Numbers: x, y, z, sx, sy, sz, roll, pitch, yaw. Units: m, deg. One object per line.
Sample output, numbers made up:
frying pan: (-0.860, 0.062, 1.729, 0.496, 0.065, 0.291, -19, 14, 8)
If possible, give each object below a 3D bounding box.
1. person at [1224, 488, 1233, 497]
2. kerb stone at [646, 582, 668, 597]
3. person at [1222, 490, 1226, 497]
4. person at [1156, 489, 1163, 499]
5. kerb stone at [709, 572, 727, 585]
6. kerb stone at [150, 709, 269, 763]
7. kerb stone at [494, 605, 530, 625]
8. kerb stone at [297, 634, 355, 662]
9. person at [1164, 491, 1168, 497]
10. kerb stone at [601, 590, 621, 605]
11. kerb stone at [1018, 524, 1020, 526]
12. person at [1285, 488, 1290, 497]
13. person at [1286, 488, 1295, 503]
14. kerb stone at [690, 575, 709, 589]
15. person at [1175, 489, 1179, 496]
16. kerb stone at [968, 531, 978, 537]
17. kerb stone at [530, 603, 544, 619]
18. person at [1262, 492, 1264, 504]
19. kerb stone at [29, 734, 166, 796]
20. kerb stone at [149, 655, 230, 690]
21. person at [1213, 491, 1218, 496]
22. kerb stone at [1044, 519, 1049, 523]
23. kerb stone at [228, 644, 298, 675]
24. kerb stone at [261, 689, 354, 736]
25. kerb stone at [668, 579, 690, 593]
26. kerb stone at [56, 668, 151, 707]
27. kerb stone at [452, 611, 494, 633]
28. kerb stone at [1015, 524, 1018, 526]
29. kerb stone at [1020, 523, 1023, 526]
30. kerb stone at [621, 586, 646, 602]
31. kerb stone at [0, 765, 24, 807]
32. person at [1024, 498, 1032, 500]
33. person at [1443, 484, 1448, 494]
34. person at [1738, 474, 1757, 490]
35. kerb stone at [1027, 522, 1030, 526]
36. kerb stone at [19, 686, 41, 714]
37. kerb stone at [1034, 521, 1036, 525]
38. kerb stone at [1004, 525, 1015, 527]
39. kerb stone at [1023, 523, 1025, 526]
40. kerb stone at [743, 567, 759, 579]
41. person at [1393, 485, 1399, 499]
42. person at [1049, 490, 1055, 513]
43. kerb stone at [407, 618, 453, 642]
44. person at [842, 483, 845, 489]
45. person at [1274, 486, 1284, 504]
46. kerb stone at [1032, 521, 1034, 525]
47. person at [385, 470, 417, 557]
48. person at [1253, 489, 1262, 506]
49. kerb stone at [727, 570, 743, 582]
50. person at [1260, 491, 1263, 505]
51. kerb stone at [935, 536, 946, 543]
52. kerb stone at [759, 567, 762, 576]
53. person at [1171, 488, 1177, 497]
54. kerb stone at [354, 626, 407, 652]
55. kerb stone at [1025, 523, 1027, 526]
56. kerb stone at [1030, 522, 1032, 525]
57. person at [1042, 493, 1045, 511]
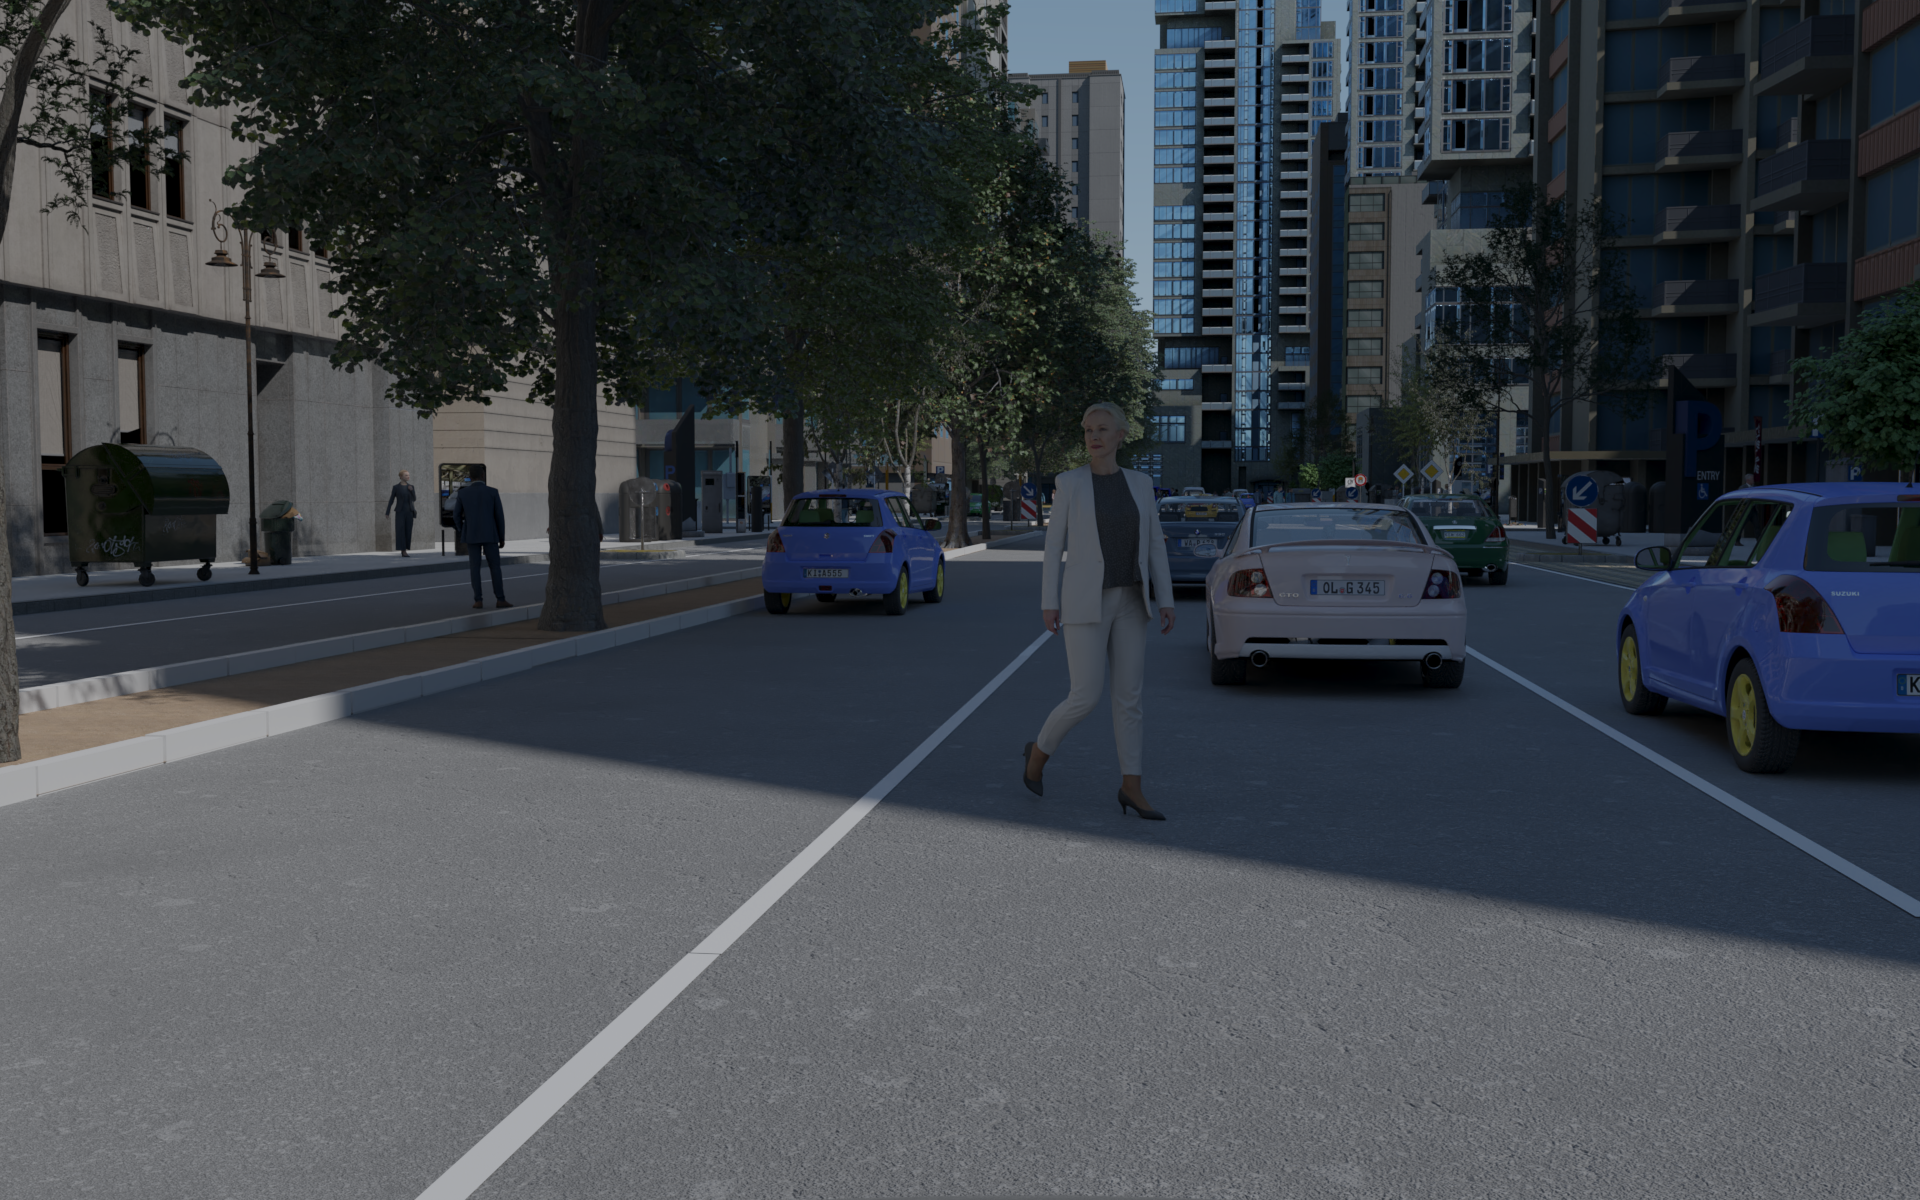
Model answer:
person: (16.049, -5.810, 103.677, 0.511, 1.800, 0.466, -2, 4, -30)
kerb stone: (-4.335, -0.126, 24.263, 0.120, 0.150, 1.000, 0, 4, 8)
person: (21.404, -8.007, 139.767, 0.623, 1.781, 0.721, -2, 4, -24)
person: (15.098, -7.483, 130.647, 0.655, 1.846, 0.447, -2, 4, -32)
kerb stone: (-3.909, -0.313, 27.311, 0.120, 0.150, 1.000, 0, 4, 8)
kerb stone: (-4.215, 0.763, 9.720, 0.120, 0.150, 1.000, 0, 4, 8)
kerb stone: (-5.041, 0.185, 19.179, 0.120, 0.150, 1.000, 0, 4, 8)
kerb stone: (-5.597, 0.433, 15.112, 0.120, 0.150, 1.000, 0, 4, 8)
person: (20.466, -9.904, 171.258, 0.721, 1.723, 1.217, 0, 4, -2)
kerb stone: (-4.615, 0.002, 22.239, 0.120, 0.150, 1.000, 0, 4, 8)
kerb stone: (2.308, -3.078, 72.525, 0.120, 0.150, 1.000, 0, 4, 8)
person: (20.943, -6.229, 110.597, 0.529, 1.795, 0.600, -2, 4, -27)
person: (19.172, -5.604, 100.468, 0.601, 1.785, 0.444, -1, 4, -11)
kerb stone: (-4.047, -0.251, 26.297, 0.120, 0.150, 1.000, 0, 4, 8)
person: (18.770, -8.698, 150.350, 0.705, 1.869, 1.348, 1, 4, 22)
kerb stone: (0.418, -2.236, 58.806, 0.120, 0.150, 1.000, 0, 4, 8)
kerb stone: (-4.898, 0.124, 20.191, 0.120, 0.150, 1.000, 0, 4, 8)
person: (35.863, -12.024, 205.880, 0.721, 1.735, 1.217, -1, 4, -14)
kerb stone: (-4.357, 0.831, 8.707, 0.120, 0.150, 1.000, 0, 4, 8)
kerb stone: (-5.871, 0.557, 13.084, 0.120, 0.150, 1.000, 0, 4, 8)
person: (27.433, -10.821, 186.090, 0.551, 1.740, 0.621, -2, 4, -28)
kerb stone: (4.398, -4.010, 87.755, 0.120, 0.150, 1.000, 0, 4, 8)
kerb stone: (-5.725, 0.495, 14.095, 0.120, 0.150, 1.000, 0, 4, 8)
kerb stone: (-4.074, 0.702, 10.732, 0.120, 0.150, 1.000, 0, 4, 8)
kerb stone: (-4.187, -0.189, 25.281, 0.120, 0.150, 1.000, 0, 4, 8)
kerb stone: (-6.012, 0.619, 12.072, 0.120, 0.150, 1.000, 0, 4, 8)
kerb stone: (-5.175, 0.247, 18.160, 0.120, 0.150, 1.000, 0, 4, 8)
kerb stone: (2.163, -3.016, 71.513, 0.120, 0.150, 1.000, 0, 4, 8)
kerb stone: (2.450, -3.137, 73.538, 0.120, 0.150, 1.000, 0, 4, 8)
kerb stone: (-4.470, -0.059, 23.251, 0.120, 0.150, 1.000, 0, 4, 8)
kerb stone: (-4.491, 0.887, 7.692, 0.120, 0.150, 1.000, 0, 4, 8)
person: (5.305, -7.752, 135.209, 0.622, 1.834, 0.822, -2, 4, -33)
person: (23.541, -4.738, 83.855, 0.694, 1.780, 0.624, 0, 4, 2)
person: (19.426, -2.207, 42.524, 0.661, 1.777, 0.834, -2, 4, -30)
kerb stone: (2.868, -3.327, 76.584, 0.120, 0.150, 1.000, 0, 4, 8)
kerb stone: (-6.153, 0.681, 11.057, 0.120, 0.150, 1.000, 0, 4, 8)
kerb stone: (3.283, -3.512, 79.639, 0.120, 0.150, 1.000, 0, 4, 8)
kerb stone: (2.019, -2.954, 70.490, 0.120, 0.150, 1.000, 0, 4, 8)
kerb stone: (2.588, -3.202, 74.551, 0.120, 0.150, 1.000, 0, 4, 8)
kerb stone: (-3.633, -0.438, 29.356, 0.120, 0.150, 1.000, 0, 4, 8)
person: (25.001, -5.694, 99.316, 0.511, 1.800, 0.466, 0, 4, 2)
person: (6.908, -7.320, 128.777, 0.643, 1.750, 0.593, 0, 4, 5)
kerb stone: (-5.311, 0.314, 17.145, 0.120, 0.150, 1.000, 0, 4, 8)
person: (-4.357, -3.396, 64.009, 0.794, 1.824, 0.713, -3, 4, -37)
person: (15.482, -4.641, 84.239, 0.638, 1.841, 0.748, -1, 4, -16)
kerb stone: (3.148, -3.450, 78.610, 0.120, 0.150, 1.000, 0, 4, 8)
person: (-11.353, -1.760, 35.239, 0.534, 1.772, 0.576, 2, 4, 32)
person: (20.084, -6.610, 116.747, 0.721, 1.800, 0.419, 2, 4, 24)
kerb stone: (-3.776, -0.375, 28.336, 0.120, 0.150, 1.000, 0, 4, 8)
person: (35.561, -11.962, 204.748, 0.621, 1.740, 0.551, -3, 4, -37)
kerb stone: (-0.558, -1.799, 51.714, 0.120, 0.150, 1.000, 0, 4, 8)
kerb stone: (-3.491, -0.500, 30.369, 0.120, 0.150, 1.000, 0, 4, 8)
person: (13.819, -6.364, 112.326, 0.755, 1.850, 0.659, -1, 4, -18)
kerb stone: (-5.457, 0.371, 16.124, 0.120, 0.150, 1.000, 0, 4, 8)
kerb stone: (2.727, -3.265, 75.570, 0.120, 0.150, 1.000, 0, 4, 8)
kerb stone: (3.005, -3.387, 77.597, 0.120, 0.150, 1.000, 0, 4, 8)
person: (5.638, -6.818, 120.318, 0.444, 1.785, 0.601, -2, 4, -28)
